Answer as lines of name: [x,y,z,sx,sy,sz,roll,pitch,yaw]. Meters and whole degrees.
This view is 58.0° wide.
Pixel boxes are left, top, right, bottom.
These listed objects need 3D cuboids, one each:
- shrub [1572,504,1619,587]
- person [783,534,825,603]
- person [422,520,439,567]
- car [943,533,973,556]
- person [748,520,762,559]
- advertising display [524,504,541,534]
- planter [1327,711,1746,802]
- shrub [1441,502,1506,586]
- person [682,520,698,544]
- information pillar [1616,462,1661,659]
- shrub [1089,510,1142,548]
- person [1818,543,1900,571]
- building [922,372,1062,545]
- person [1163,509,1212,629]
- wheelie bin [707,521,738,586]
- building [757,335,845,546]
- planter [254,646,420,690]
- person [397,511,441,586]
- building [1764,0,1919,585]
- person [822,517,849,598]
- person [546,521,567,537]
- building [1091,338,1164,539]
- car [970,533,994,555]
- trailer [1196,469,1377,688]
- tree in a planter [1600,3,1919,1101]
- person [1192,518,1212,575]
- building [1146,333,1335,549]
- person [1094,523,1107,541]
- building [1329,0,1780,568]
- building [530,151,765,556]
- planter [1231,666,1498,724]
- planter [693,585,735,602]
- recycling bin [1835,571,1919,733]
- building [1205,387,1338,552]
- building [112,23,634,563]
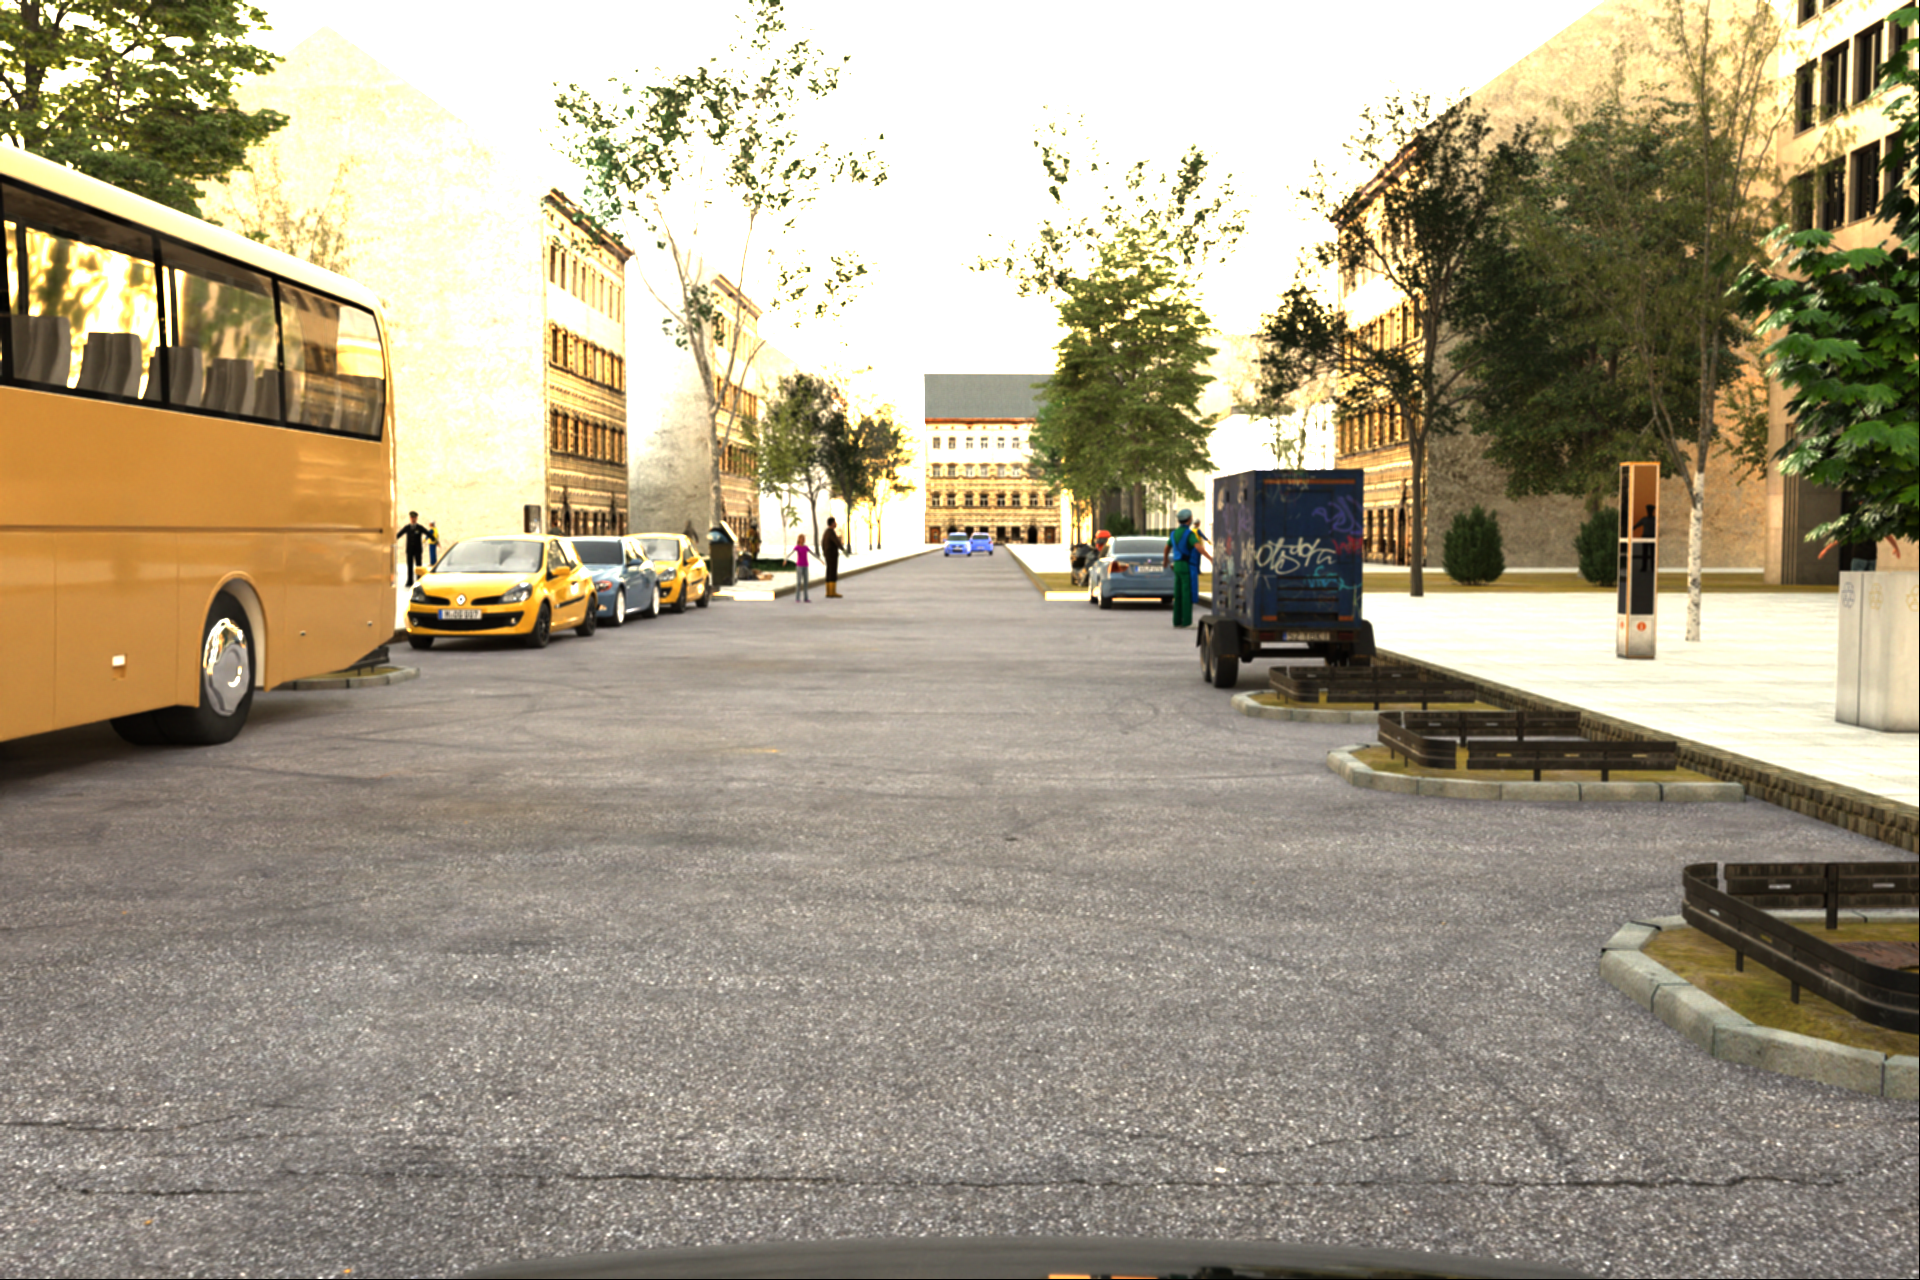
shrub: [15.804,-2.309,42.175,1.690,2.028,1.600,0,3,0]
person: [-3.273,-1.501,36.271,0.991,1.433,0.599,-2,4,-34]
person: [-20.805,-3.808,68.233,0.705,1.833,1.349,0,4,6]
car: [-0.134,-6.258,111.908,1.945,1.707,3.694,0,4,1]
person: [-8.541,-4.065,72.225,0.705,1.858,1.354,1,4,8]
advertising display: [-9.378,-2.008,38.050,0.123,1.923,0.974,0,4,1]
planter: [3.246,0.664,10.289,1.991,0.319,1.994,0,4,2]
shrub: [12.807,-2.390,43.122,1.661,2.075,1.752,0,3,0]
person: [-10.179,-3.590,64.818,0.705,1.813,1.348,2,4,29]
information pillar: [6.975,-0.815,17.822,0.304,2.012,0.304,0,4,1]
shrub: [4.961,-3.108,54.863,1.661,2.075,1.752,0,3,0]
person: [13.843,-1.244,26.558,1.348,1.803,0.705,0,4,-8]
building: [3.998,-24.527,234.402,18.063,23.208,19.493,0,4,-2]
person: [3.441,-1.084,26.310,0.704,1.817,1.347,-2,4,-28]
wheelie bin: [-5.888,-2.143,42.939,0.693,1.594,0.980,0,4,3]
building: [-22.614,-21.940,189.654,19.493,23.208,18.063,0,4,1]
planter: [-6.408,0.262,16.857,1.991,0.319,1.994,0,4,1]
person: [-13.385,-2.233,42.451,1.347,1.837,0.705,0,4,-5]
building: [29.772,-13.631,25.028,24.374,26.755,37.873,0,4,1]
person: [-2.869,-1.868,39.138,0.704,1.812,1.346,-2,4,-27]
person: [-16.380,-3.900,70.038,1.348,1.796,0.705,-3,4,-38]
building: [28.704,-21.546,196.252,27.936,21.610,32.646,0,4,1]
car: [1.401,-6.707,119.256,1.945,1.707,3.694,0,4,0]
trailer: [3.079,-0.619,17.167,1.471,1.999,3.904,0,4,0]
tree in a planter: [3.062,-0.483,5.119,1.991,3.239,1.994,0,4,1]
person: [7.492,-2.923,54.261,0.721,1.772,1.216,-2,4,-26]
building: [27.064,-18.019,161.074,16.747,18.905,31.486,0,4,1]
person: [6.218,-4.059,73.173,1.217,1.733,0.721,0,4,6]
building: [27.140,-14.873,74.099,19.493,23.208,18.063,0,4,1]
building: [-23.202,-17.009,109.023,19.493,23.208,18.063,0,4,2]
planter: [3.251,0.432,14.072,1.991,0.319,1.994,0,4,0]
planter: [-5.972,-1.016,37.745,1.991,0.319,1.994,0,4,2]
recycling bin: [6.337,0.065,11.490,0.722,1.027,0.722,0,4,1]
building: [22.227,-10.459,113.157,9.099,9.664,28.070,0,4,1]
building: [-27.217,-15.486,84.129,19.493,23.208,18.063,0,4,0]
